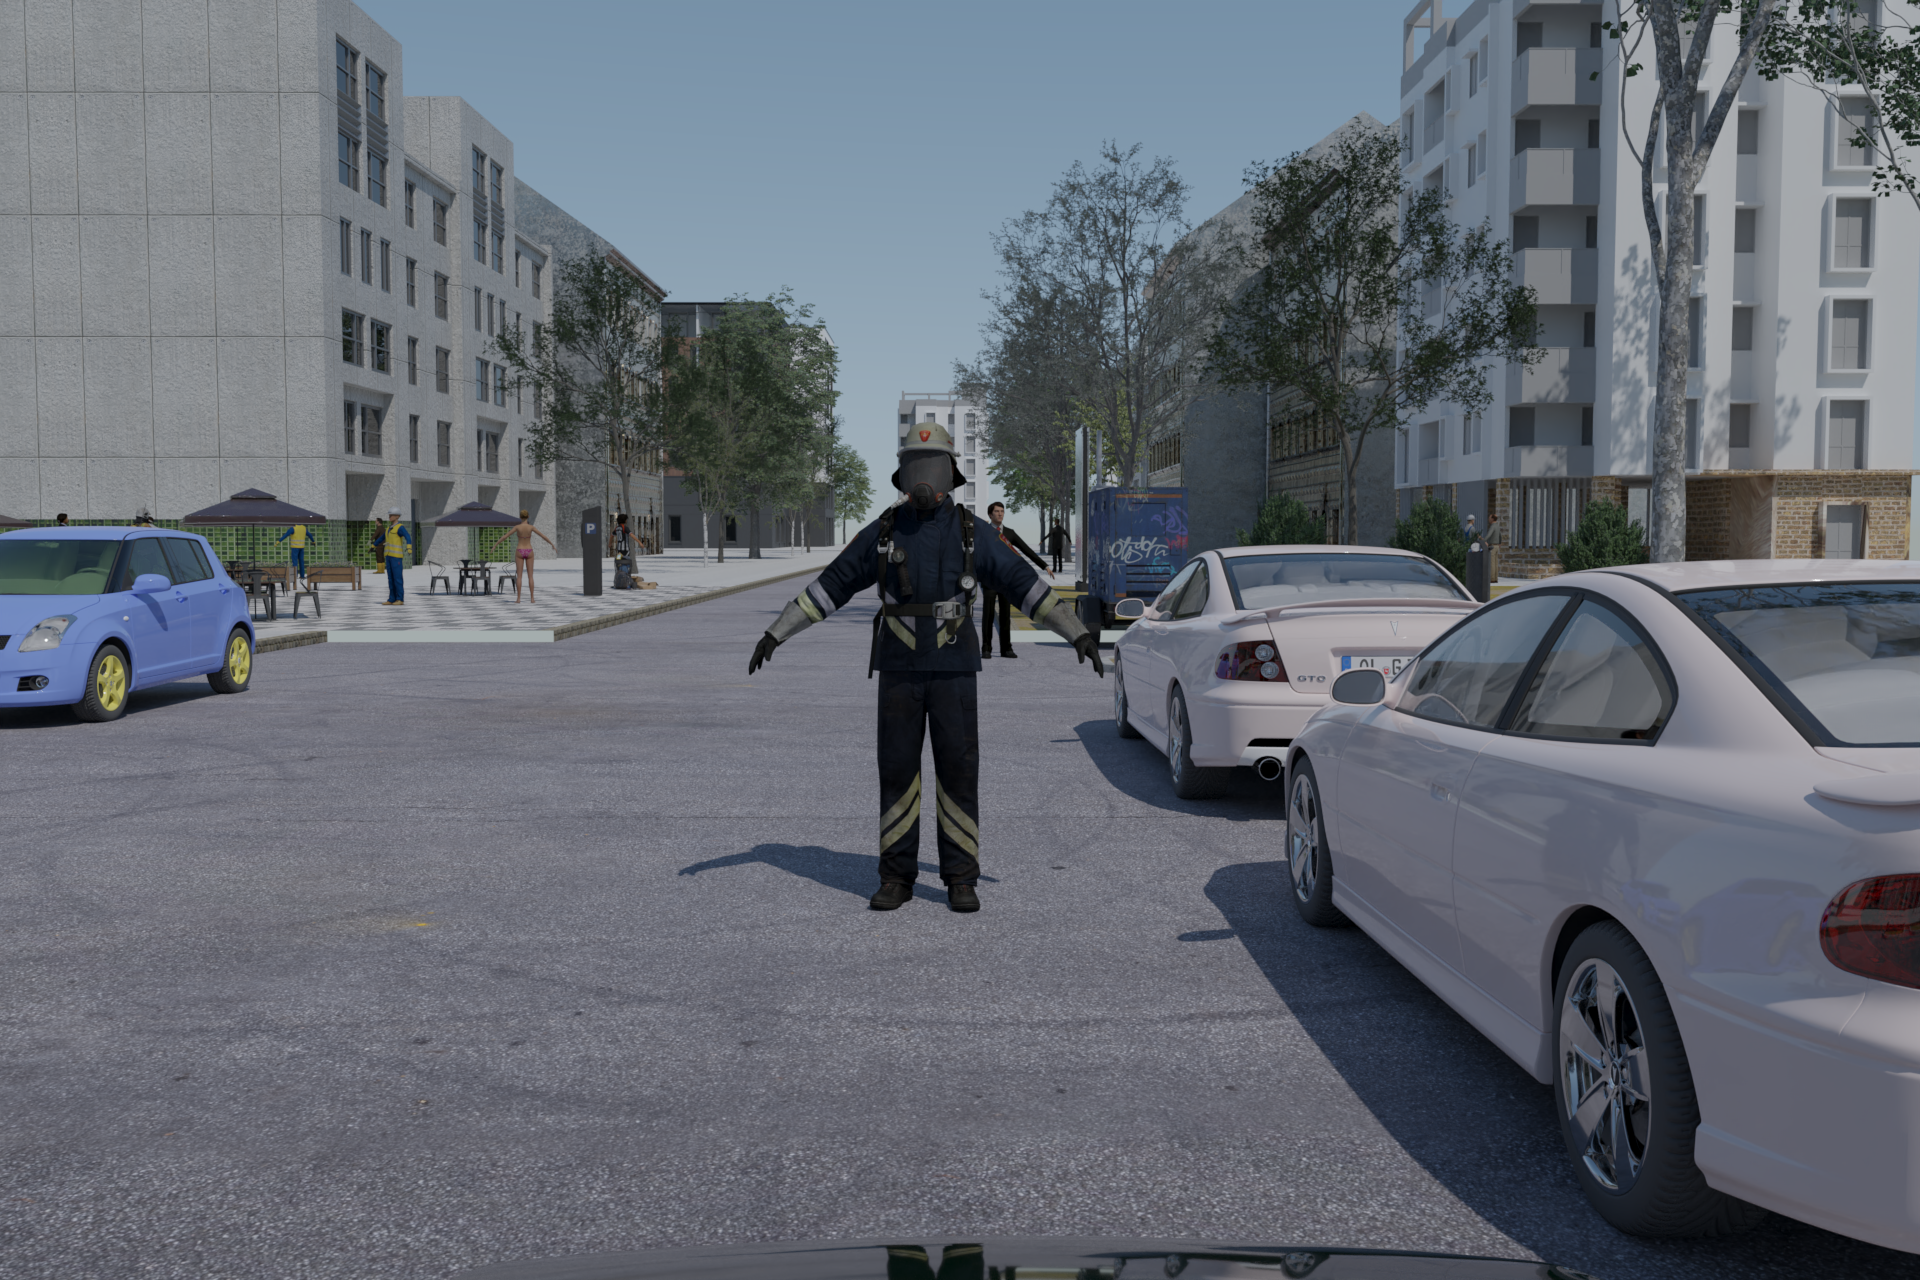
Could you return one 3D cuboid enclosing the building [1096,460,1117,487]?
[{"bbox_3d":[20.924,-15.453,194.808,9.099,9.664,28.070,0,4,0],"label":"building"}]

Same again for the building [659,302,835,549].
[{"bbox_3d":[-27.233,-19.873,168.891,27.936,21.610,32.646,0,4,0],"label":"building"}]

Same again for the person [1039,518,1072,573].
[{"bbox_3d":[3.199,-3.121,57.258,1.346,1.802,0.704,-2,4,-33],"label":"person"}]

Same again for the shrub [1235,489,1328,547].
[{"bbox_3d":[5.680,-1.620,30.521,1.661,2.075,1.752,0,3,0],"label":"shrub"}]

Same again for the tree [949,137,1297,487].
[{"bbox_3d":[5.149,-8.743,53.322,12.009,13.543,11.850,0,3,0],"label":"tree"}]

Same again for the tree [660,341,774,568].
[{"bbox_3d":[-9.806,-7.057,65.747,4.360,8.622,3.978,0,3,0],"label":"tree"}]

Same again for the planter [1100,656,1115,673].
[{"bbox_3d":[2.474,0.166,18.432,1.991,0.319,1.994,0,4,0],"label":"planter"}]

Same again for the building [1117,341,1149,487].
[{"bbox_3d":[24.488,-18.095,162.314,16.747,18.905,31.486,0,4,0],"label":"building"}]

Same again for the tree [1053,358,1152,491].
[{"bbox_3d":[5.717,-7.162,67.462,4.737,8.622,4.395,0,3,0],"label":"tree"}]

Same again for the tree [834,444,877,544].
[{"bbox_3d":[-14.116,-18.273,216.890,7.486,12.596,7.792,0,3,0],"label":"tree"}]

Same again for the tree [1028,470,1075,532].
[{"bbox_3d":[5.913,-10.492,121.905,4.737,8.622,4.395,0,3,0],"label":"tree"}]

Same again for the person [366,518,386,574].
[{"bbox_3d":[-18.724,-3.037,55.799,0.704,1.812,1.346,0,4,6],"label":"person"}]

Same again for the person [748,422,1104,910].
[{"bbox_3d":[-0.126,0.098,6.630,1.354,1.856,0.705,0,4,6],"label":"person"}]

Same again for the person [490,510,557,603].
[{"bbox_3d":[-8.104,-1.554,32.219,1.217,1.733,0.721,-1,4,-19],"label":"person"}]

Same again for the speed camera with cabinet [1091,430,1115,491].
[{"bbox_3d":[2.856,-2.327,32.379,0.660,3.252,2.038,0,4,-1],"label":"speed camera with cabinet"}]

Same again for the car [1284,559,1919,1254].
[{"bbox_3d":[2.213,0.454,4.933,2.083,1.381,4.827,0,4,-1],"label":"car"}]

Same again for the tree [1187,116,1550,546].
[{"bbox_3d":[8.826,-6.331,37.926,8.767,10.594,7.601,2,4,33],"label":"tree"}]

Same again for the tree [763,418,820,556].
[{"bbox_3d":[-9.654,-9.185,100.537,4.360,8.622,3.978,0,3,0],"label":"tree"}]

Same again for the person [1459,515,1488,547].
[{"bbox_3d":[14.957,-2.743,50.706,0.705,1.847,1.347,-1,4,-22],"label":"person"}]

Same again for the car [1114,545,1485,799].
[{"bbox_3d":[2.060,0.099,10.751,2.083,1.381,4.827,0,4,-1],"label":"car"}]

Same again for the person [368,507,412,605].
[{"bbox_3d":[-10.245,-1.511,31.173,1.216,1.772,0.721,3,4,36],"label":"person"}]

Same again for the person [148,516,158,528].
[{"bbox_3d":[-23.916,-2.751,51.158,1.347,1.806,0.705,-2,4,-31],"label":"person"}]

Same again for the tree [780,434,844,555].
[{"bbox_3d":[-9.976,-9.621,107.672,4.360,8.622,3.978,0,3,0],"label":"tree"}]

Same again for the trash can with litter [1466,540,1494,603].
[{"bbox_3d":[5.785,-0.504,19.304,1.678,1.210,2.233,0,4,0],"label":"trash can with litter"}]

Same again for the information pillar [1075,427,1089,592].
[{"bbox_3d":[2.740,-2.909,38.871,0.184,3.620,1.656,0,4,-1],"label":"information pillar"}]

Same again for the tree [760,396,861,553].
[{"bbox_3d":[-10.528,-11.192,117.398,8.767,10.594,7.601,2,4,32],"label":"tree"}]

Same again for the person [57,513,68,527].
[{"bbox_3d":[-19.465,-1.901,37.802,1.216,1.740,0.721,3,4,37],"label":"person"}]

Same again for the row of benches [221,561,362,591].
[{"bbox_3d":[-15.557,-1.452,39.210,4.104,0.672,1.422,0,4,-6],"label":"row of benches"}]

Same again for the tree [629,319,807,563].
[{"bbox_3d":[-10.656,-8.662,76.042,8.767,10.594,7.601,0,4,5],"label":"tree"}]

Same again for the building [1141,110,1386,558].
[{"bbox_3d":[20.968,-16.423,99.443,19.493,23.208,18.063,0,4,0],"label":"building"}]

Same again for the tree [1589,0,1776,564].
[{"bbox_3d":[10.083,-10.053,20.260,12.611,20.169,13.585,0,3,0],"label":"tree"}]

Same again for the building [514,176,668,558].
[{"bbox_3d":[-27.993,-16.458,100.010,19.493,23.208,18.063,0,4,-1],"label":"building"}]

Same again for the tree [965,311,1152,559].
[{"bbox_3d":[5.322,-11.016,90.476,12.009,13.543,11.850,0,3,0],"label":"tree"}]

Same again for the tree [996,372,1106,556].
[{"bbox_3d":[5.558,-10.838,102.961,9.928,11.665,9.643,0,3,0],"label":"tree"}]

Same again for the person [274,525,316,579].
[{"bbox_3d":[-18.942,-2.661,49.473,0.705,1.833,1.349,2,4,33],"label":"person"}]

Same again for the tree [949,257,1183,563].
[{"bbox_3d":[4.713,-10.190,76.974,12.009,13.543,11.850,0,3,0],"label":"tree"}]

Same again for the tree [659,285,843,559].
[{"bbox_3d":[-10.666,-11.137,88.741,9.857,13.997,8.962,0,3,0],"label":"tree"}]

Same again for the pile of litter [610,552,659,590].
[{"bbox_3d":[-7.637,-1.625,40.533,1.176,0.858,1.719,0,4,-1],"label":"pile of litter"}]

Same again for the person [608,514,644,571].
[{"bbox_3d":[-8.971,-2.453,46.249,1.345,1.843,0.704,3,4,37],"label":"person"}]

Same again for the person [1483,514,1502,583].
[{"bbox_3d":[13.900,-2.384,45.248,0.705,1.796,1.348,3,4,39],"label":"person"}]

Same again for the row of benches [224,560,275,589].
[{"bbox_3d":[-18.192,-1.552,40.840,4.104,0.672,1.422,1,4,11],"label":"row of benches"}]

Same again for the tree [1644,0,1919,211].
[{"bbox_3d":[21.976,-11.226,39.431,12.611,20.169,13.585,0,3,0],"label":"tree"}]

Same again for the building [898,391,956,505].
[{"bbox_3d":[-7.590,-22.153,221.077,11.380,20.090,16.016,0,4,7],"label":"building"}]

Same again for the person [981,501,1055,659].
[{"bbox_3d":[0.435,-0.694,19.993,1.347,1.806,0.705,-1,4,-18],"label":"person"}]

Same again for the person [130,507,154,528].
[{"bbox_3d":[-17.355,-1.901,36.851,1.354,1.858,0.705,1,4,22],"label":"person"}]

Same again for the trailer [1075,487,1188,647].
[{"bbox_3d":[2.244,-0.971,22.925,1.471,1.999,3.904,0,4,-1],"label":"trailer"}]

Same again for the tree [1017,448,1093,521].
[{"bbox_3d":[11.930,-18.648,215.260,12.009,13.543,11.850,0,3,0],"label":"tree"}]

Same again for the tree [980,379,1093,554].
[{"bbox_3d":[4.979,-11.892,112.563,7.486,12.596,7.792,0,3,0],"label":"tree"}]

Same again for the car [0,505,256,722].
[{"bbox_3d":[-7.307,-0.288,14.304,1.945,1.707,3.694,0,4,0],"label":"car"}]

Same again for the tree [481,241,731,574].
[{"bbox_3d":[-10.813,-7.411,55.578,7.601,10.594,8.767,1,4,21],"label":"tree"}]

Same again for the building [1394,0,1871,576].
[{"bbox_3d":[20.928,-12.533,61.331,16.016,20.090,11.380,0,4,0],"label":"building"}]

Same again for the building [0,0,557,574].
[{"bbox_3d":[-28.511,-12.468,70.314,16.747,18.905,31.486,0,4,0],"label":"building"}]

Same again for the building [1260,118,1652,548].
[{"bbox_3d":[25.079,-15.232,79.966,19.493,23.208,18.063,0,4,0],"label":"building"}]

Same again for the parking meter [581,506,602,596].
[{"bbox_3d":[-7.664,-1.854,36.023,0.399,1.863,0.255,0,4,1],"label":"parking meter"}]

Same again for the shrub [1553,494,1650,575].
[{"bbox_3d":[11.965,-1.703,32.270,1.690,2.028,1.600,0,3,0],"label":"shrub"}]

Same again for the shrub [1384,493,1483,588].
[{"bbox_3d":[8.527,-1.639,31.223,1.690,2.028,1.600,0,3,0],"label":"shrub"}]
